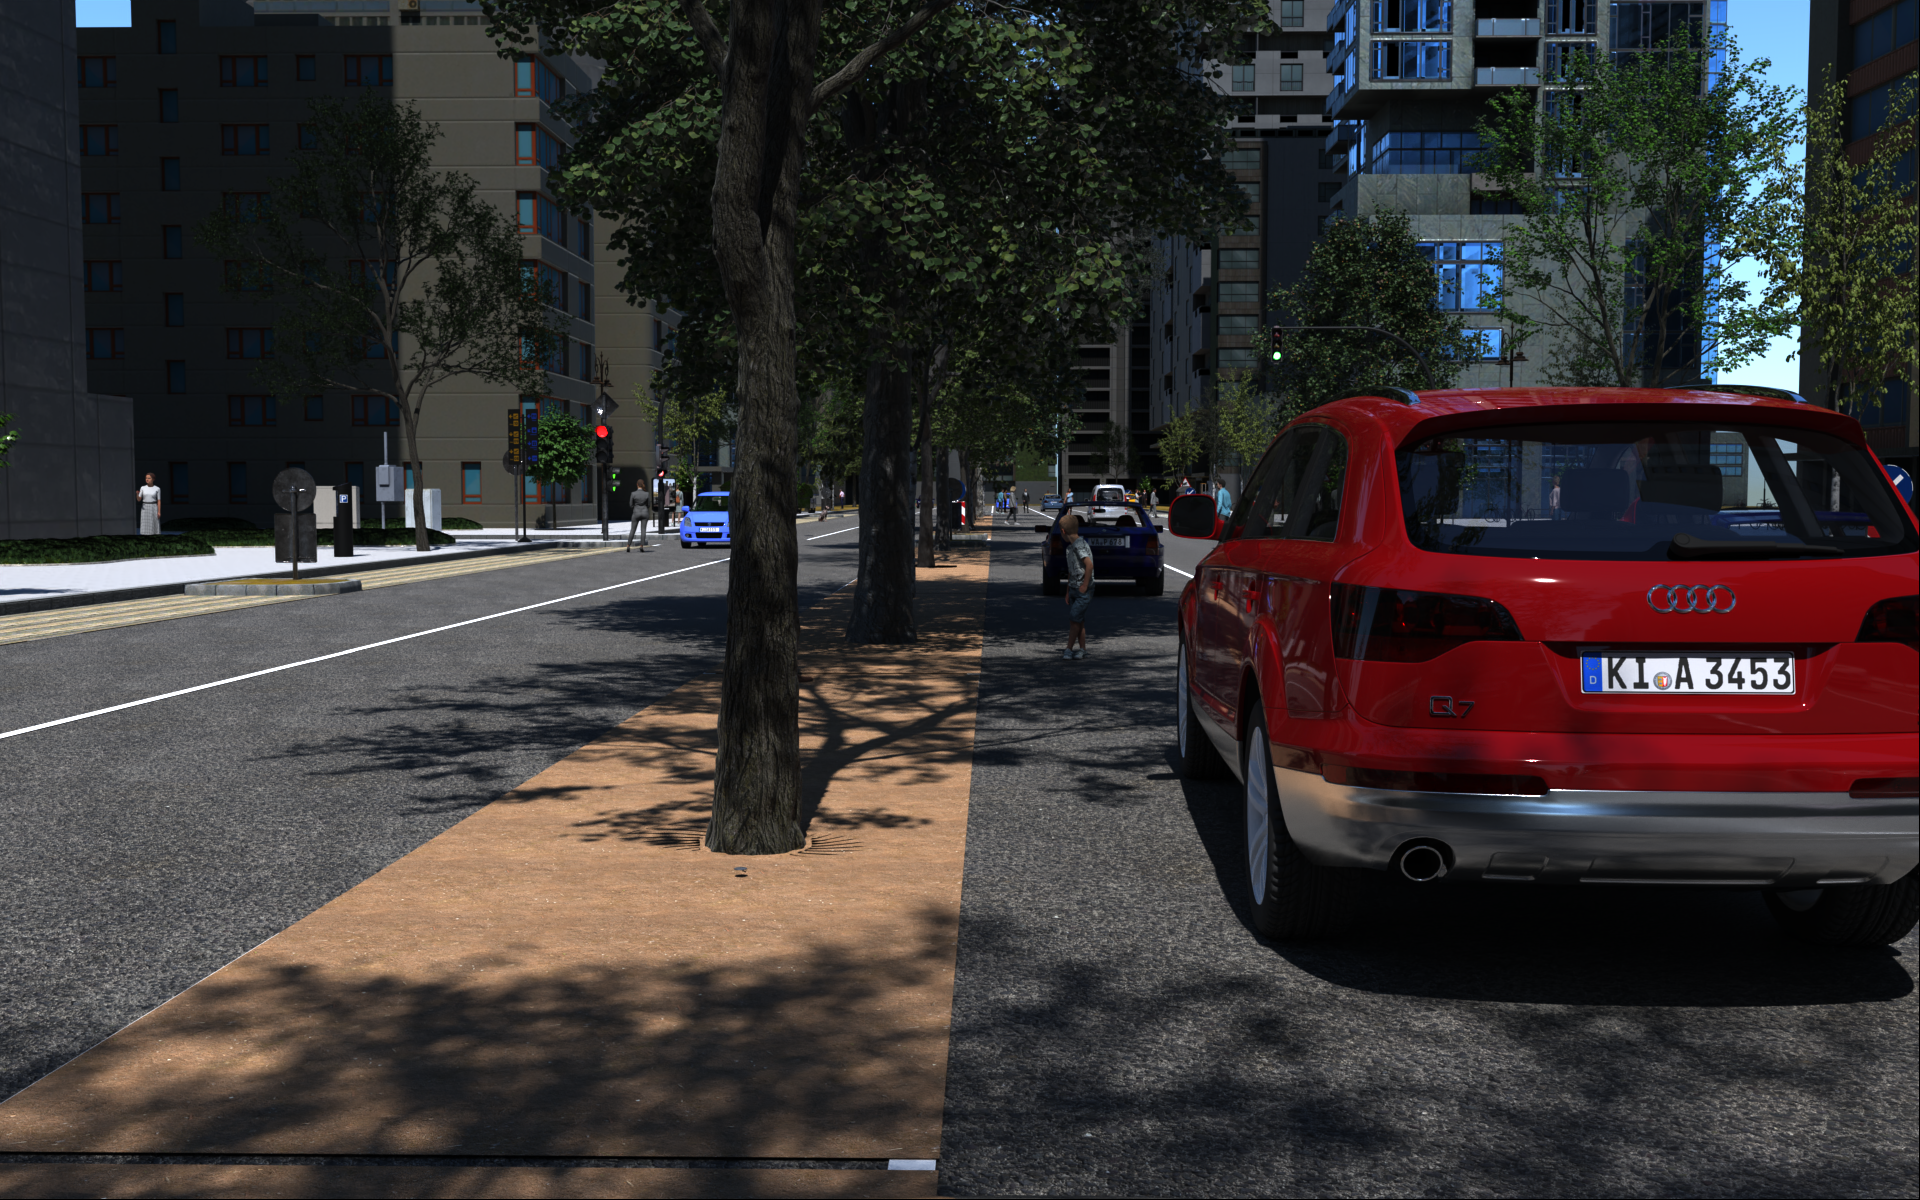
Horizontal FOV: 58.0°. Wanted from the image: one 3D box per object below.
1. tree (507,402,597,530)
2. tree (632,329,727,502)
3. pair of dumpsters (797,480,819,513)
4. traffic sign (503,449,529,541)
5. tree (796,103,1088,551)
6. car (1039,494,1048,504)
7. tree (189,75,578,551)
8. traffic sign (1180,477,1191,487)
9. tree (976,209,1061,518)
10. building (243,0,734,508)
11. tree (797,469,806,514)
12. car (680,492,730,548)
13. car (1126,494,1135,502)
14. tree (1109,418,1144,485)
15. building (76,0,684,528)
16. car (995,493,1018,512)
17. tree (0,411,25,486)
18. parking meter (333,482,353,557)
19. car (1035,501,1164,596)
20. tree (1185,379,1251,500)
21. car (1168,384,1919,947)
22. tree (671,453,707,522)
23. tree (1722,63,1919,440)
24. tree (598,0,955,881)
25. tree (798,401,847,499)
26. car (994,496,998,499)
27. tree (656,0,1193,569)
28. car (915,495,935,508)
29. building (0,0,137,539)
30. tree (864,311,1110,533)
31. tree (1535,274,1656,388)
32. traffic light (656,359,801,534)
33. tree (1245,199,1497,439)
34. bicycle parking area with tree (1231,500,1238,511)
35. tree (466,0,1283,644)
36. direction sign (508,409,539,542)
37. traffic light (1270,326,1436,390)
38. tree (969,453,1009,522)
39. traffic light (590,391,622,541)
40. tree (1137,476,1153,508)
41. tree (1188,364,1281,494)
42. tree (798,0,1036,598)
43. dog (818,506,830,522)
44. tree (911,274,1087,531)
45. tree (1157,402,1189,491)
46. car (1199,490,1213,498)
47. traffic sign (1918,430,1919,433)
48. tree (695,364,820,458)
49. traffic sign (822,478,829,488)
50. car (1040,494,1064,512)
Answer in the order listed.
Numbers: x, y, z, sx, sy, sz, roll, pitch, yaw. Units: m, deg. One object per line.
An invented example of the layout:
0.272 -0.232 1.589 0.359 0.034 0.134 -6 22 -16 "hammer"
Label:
-14.434 -4.784 61.928 4.285 4.588 4.351 0 3 0 "tree"
-11.527 -7.551 73.813 4.737 8.622 4.395 0 3 0 "tree"
-10.456 -6.982 116.642 1.574 2.255 4.437 0 4 1 "pair of dumpsters"
-12.143 -2.892 47.384 0.768 2.556 0.104 0 4 7 "traffic sign"
-0.545 -7.520 43.530 7.486 12.596 7.792 0 3 0 "tree"
8.677 -9.577 166.815 2.015 1.641 3.980 0 4 -1 "car"
-12.301 -6.382 38.766 7.601 10.594 8.767 3 4 38 "tree"
16.914 -7.953 130.041 0.884 2.594 0.081 1 4 10 "traffic sign"
0.002 -15.079 104.885 12.611 20.169 13.585 0 3 0 "tree"
-30.864 -25.737 112.685 32.217 40.220 23.993 0 4 1 "building"
-10.713 -7.197 112.278 1.663 3.219 1.824 0 3 0 "tree"
-6.496 -2.280 46.876 1.945 1.707 3.694 0 4 1 "car"
14.744 -8.699 152.450 2.015 1.641 3.980 0 4 0 "car"
18.644 -16.713 207.674 7.601 10.594 8.767 1 4 9 "tree"
-29.044 -14.299 78.831 27.650 21.520 28.899 0 4 1 "building"
3.810 -8.120 142.361 1.945 1.707 3.694 0 3 0 "car"
-12.308 -1.626 21.181 1.663 3.219 1.824 0 3 0 "tree"
-12.611 -1.650 35.397 0.372 1.533 0.369 0 3 0 "parking meter"
2.085 -0.810 25.829 1.945 1.354 3.894 0 4 3 "car"
16.556 -9.840 111.252 4.360 8.622 3.978 0 3 0 "tree"
2.037 0.098 7.067 2.281 1.827 5.304 0 4 3 "car"
-12.508 -5.153 78.847 1.663 3.219 1.824 0 3 0 "tree"
15.688 -4.891 30.337 4.737 8.622 4.395 0 3 0 "tree"
-0.713 -4.790 6.531 9.928 11.665 9.643 0 3 0 "tree"
-10.870 -11.210 133.650 4.737 8.622 4.395 0 3 0 "tree"
4.749 -10.705 186.818 2.131 1.459 4.920 0 4 1 "car"
-0.630 -7.358 33.125 12.009 13.543 11.850 0 3 0 "tree"
-3.519 -9.942 175.126 1.945 1.354 3.894 0 4 -1 "car"
-31.563 -36.325 32.166 20.611 71.187 20.563 0 4 1 "building"
0.225 -7.382 57.570 8.767 10.594 7.601 0 4 1 "tree"
21.521 -6.653 59.133 4.360 8.622 3.978 0 3 0 "tree"
-7.464 -4.941 55.447 4.771 5.953 1.251 0 4 1 "traffic light"
16.046 -9.227 67.867 9.611 12.733 9.660 0 3 0 "tree"
24.556 -8.440 124.996 9.016 4.147 8.231 0 4 -3 "bicycle parking area with tree"
-0.767 -6.564 16.436 9.857 13.997 8.962 0 3 0 "tree"
-11.627 -3.313 46.168 0.876 3.537 0.379 1 4 15 "direction sign"
10.748 -4.420 46.939 4.771 5.953 1.251 0 4 1 "traffic light"
0.516 -7.427 74.251 4.737 8.622 4.395 0 3 0 "tree"
-9.716 -3.581 47.470 0.839 4.253 0.868 0 4 1 "traffic light"
17.897 -10.442 165.321 1.663 3.219 1.824 0 3 0 "tree"
16.083 -9.004 97.575 4.737 8.622 4.395 0 3 0 "tree"
-0.696 -4.341 23.794 4.360 8.622 3.978 0 3 0 "tree"
-7.150 -4.491 90.264 0.513 0.831 0.800 -2 4 -25 "dog"
0.187 -9.016 66.871 9.611 12.733 9.660 0 3 0 "tree"
17.261 -11.322 135.471 4.737 8.622 4.395 0 3 0 "tree"
10.756 -4.236 79.052 2.009 1.686 4.222 0 4 2 "car"
14.467 -1.572 25.430 0.795 2.593 0.064 0 4 2 "traffic sign"
-11.252 -9.890 96.115 7.601 10.594 8.767 0 4 7 "tree"
-10.024 -7.969 130.400 0.768 2.556 0.104 1 4 8 "traffic sign"
7.549 -7.949 141.963 2.014 1.417 4.499 0 3 0 "car"
